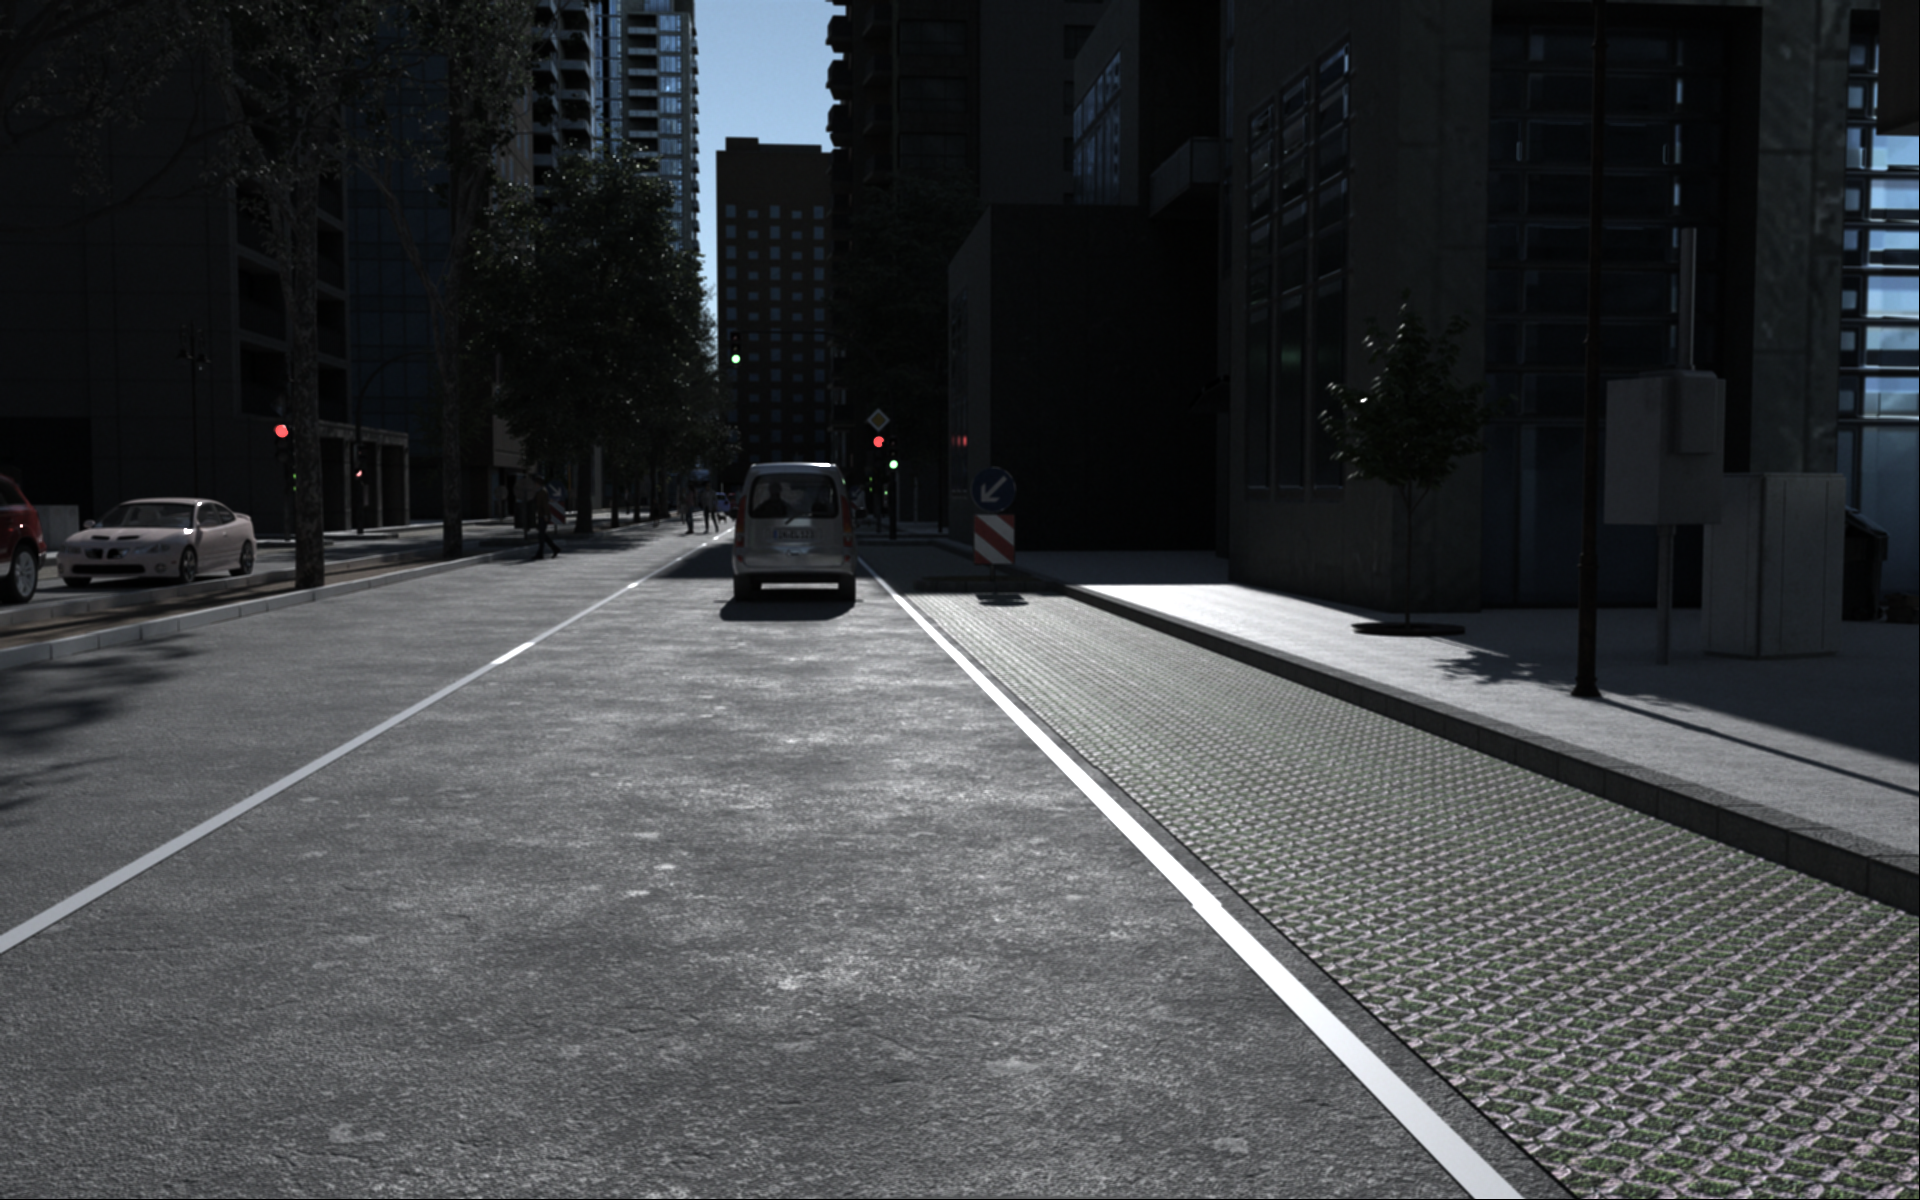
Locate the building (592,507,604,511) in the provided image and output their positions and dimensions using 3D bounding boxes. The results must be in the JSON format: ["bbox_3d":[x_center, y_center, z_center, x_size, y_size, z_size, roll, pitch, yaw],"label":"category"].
[{"bbox_3d":[-40.727,-50.736,142.209,22.319,86.520,31.000,0,4,-5],"label":"building"}]

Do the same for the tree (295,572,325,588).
[{"bbox_3d":[-11.236,-10.292,26.626,12.611,20.169,13.585,0,3,0],"label":"tree"}]

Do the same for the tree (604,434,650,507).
[{"bbox_3d":[-32.352,-15.215,166.892,7.486,12.596,7.792,0,3,0],"label":"tree"}]

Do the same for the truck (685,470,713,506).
[{"bbox_3d":[-29.501,-12.692,197.264,2.967,4.110,18.799,0,4,-7],"label":"truck"}]

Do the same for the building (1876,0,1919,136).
[{"bbox_3d":[10.708,-19.525,2.833,14.154,41.232,14.086,0,4,-5],"label":"building"}]

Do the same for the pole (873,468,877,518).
[{"bbox_3d":[-4.498,-6.002,91.977,0.158,3.312,0.155,0,3,0],"label":"pole"}]

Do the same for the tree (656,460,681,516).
[{"bbox_3d":[-18.483,-9.815,113.290,4.360,8.622,3.978,0,3,0],"label":"tree"}]

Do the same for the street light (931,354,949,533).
[{"bbox_3d":[-0.652,-5.169,57.306,0.468,5.910,1.993,0,4,-5],"label":"street light"}]

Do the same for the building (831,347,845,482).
[{"bbox_3d":[-0.316,-21.373,194.493,27.650,21.520,28.899,0,4,-5],"label":"building"}]

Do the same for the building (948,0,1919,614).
[{"bbox_3d":[12.265,-44.009,32.225,22.319,86.520,31.000,0,4,-5],"label":"building"}]

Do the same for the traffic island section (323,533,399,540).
[{"bbox_3d":[-19.105,-2.009,55.131,2.009,0.180,2.903,0,4,-5],"label":"traffic island section"}]

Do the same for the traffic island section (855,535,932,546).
[{"bbox_3d":[-1.874,-1.619,48.755,2.009,0.180,2.903,0,4,-5],"label":"traffic island section"}]

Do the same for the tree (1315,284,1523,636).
[{"bbox_3d":[4.152,-1.319,16.172,1.663,3.219,1.824,0,3,0],"label":"tree"}]

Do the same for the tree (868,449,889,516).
[{"bbox_3d":[-3.712,-7.181,101.129,4.285,4.588,4.351,0,3,0],"label":"tree"}]

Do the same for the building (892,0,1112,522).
[{"bbox_3d":[3.558,-19.219,85.939,14.160,30.474,14.107,0,4,-5],"label":"building"}]

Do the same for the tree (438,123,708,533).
[{"bbox_3d":[-13.237,-9.259,60.489,9.857,13.997,8.962,0,3,0],"label":"tree"}]

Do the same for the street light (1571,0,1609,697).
[{"bbox_3d":[3.983,-2.328,10.844,0.468,5.910,1.993,0,4,-5],"label":"street light"}]

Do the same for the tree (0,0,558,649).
[{"bbox_3d":[-8.741,-6.226,14.624,12.009,13.543,11.850,0,3,0],"label":"tree"}]

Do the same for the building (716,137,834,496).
[{"bbox_3d":[-23.471,-34.915,220.974,14.200,45.320,14.600,0,4,-5],"label":"building"}]

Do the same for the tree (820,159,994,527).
[{"bbox_3d":[-0.448,-9.770,66.394,9.857,13.997,8.962,0,3,0],"label":"tree"}]

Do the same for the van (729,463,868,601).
[{"bbox_3d":[-2.311,-1.078,24.633,2.013,2.044,4.112,0,4,-4],"label":"van"}]

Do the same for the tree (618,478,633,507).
[{"bbox_3d":[-33.616,-10.951,173.655,1.663,3.219,1.824,0,3,0],"label":"tree"}]

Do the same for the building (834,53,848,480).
[{"bbox_3d":[-4.677,-31.901,171.684,14.600,45.320,14.200,0,4,-5],"label":"building"}]

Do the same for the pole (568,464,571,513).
[{"bbox_3d":[-26.797,-7.646,118.853,0.158,3.312,0.155,0,3,0],"label":"pole"}]

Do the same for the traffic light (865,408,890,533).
[{"bbox_3d":[-2.679,-4.139,56.585,0.839,4.253,0.868,0,4,-5],"label":"traffic light"}]

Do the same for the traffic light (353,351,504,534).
[{"bbox_3d":[-16.990,-4.928,55.234,4.771,5.953,1.251,0,4,-5],"label":"traffic light"}]

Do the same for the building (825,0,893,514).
[{"bbox_3d":[2.142,-28.312,117.527,22.147,44.769,28.867,0,4,-5],"label":"building"}]

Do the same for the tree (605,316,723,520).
[{"bbox_3d":[-16.760,-10.186,94.758,9.928,11.665,9.643,0,3,0],"label":"tree"}]

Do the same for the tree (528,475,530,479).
[{"bbox_3d":[-27.142,-9.445,104.789,4.737,8.622,4.395,0,3,0],"label":"tree"}]

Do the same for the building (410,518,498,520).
[{"bbox_3d":[-30.902,-27.021,91.903,14.600,45.320,14.200,0,4,-5],"label":"building"}]

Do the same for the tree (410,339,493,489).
[{"bbox_3d":[-24.467,-8.113,83.013,4.737,8.622,4.395,0,3,0],"label":"tree"}]

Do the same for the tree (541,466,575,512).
[{"bbox_3d":[-28.637,-7.913,123.975,1.663,3.219,1.824,0,3,0],"label":"tree"}]

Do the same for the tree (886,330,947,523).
[{"bbox_3d":[-1.720,-7.657,75.559,4.737,8.622,4.395,0,3,0],"label":"tree"}]

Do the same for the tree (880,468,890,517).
[{"bbox_3d":[-3.922,-6.289,97.423,1.663,3.219,1.824,0,3,0],"label":"tree"}]

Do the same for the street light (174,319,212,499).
[{"bbox_3d":[-20.258,-4.469,45.862,0.468,5.910,1.993,0,4,-5],"label":"street light"}]

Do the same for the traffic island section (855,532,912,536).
[{"bbox_3d":[-2.639,-2.105,56.703,2.009,0.180,2.903,0,4,-5],"label":"traffic island section"}]

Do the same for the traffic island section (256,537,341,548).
[{"bbox_3d":[-18.340,-1.523,47.182,2.009,0.180,2.903,0,4,-5],"label":"traffic island section"}]

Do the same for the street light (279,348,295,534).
[{"bbox_3d":[-21.158,-5.031,55.045,0.468,5.910,1.993,0,4,-5],"label":"street light"}]

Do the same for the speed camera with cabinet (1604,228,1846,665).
[{"bbox_3d":[5.967,-1.170,13.459,2.038,3.252,0.660,-2,4,-26],"label":"speed camera with cabinet"}]

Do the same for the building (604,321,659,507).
[{"bbox_3d":[-48.881,-21.105,190.098,28.899,21.520,27.650,0,4,-5],"label":"building"}]

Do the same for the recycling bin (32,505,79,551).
[{"bbox_3d":[-20.589,-1.644,39.427,0.722,1.027,0.722,2,4,29],"label":"recycling bin"}]

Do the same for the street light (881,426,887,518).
[{"bbox_3d":[-4.152,-7.401,93.801,0.468,5.910,1.993,0,4,-5],"label":"street light"}]

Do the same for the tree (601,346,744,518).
[{"bbox_3d":[-17.921,-11.318,104.510,9.611,12.733,9.660,0,3,0],"label":"tree"}]

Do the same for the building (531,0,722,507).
[{"bbox_3d":[-46.549,-55.586,221.496,31.000,86.520,22.319,0,4,-5],"label":"building"}]

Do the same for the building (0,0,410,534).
[{"bbox_3d":[-32.010,-38.183,62.541,20.563,71.187,20.611,0,4,-5],"label":"building"}]

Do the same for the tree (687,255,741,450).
[{"bbox_3d":[-14.299,-9.703,71.464,12.009,13.543,11.850,0,3,0],"label":"tree"}]
